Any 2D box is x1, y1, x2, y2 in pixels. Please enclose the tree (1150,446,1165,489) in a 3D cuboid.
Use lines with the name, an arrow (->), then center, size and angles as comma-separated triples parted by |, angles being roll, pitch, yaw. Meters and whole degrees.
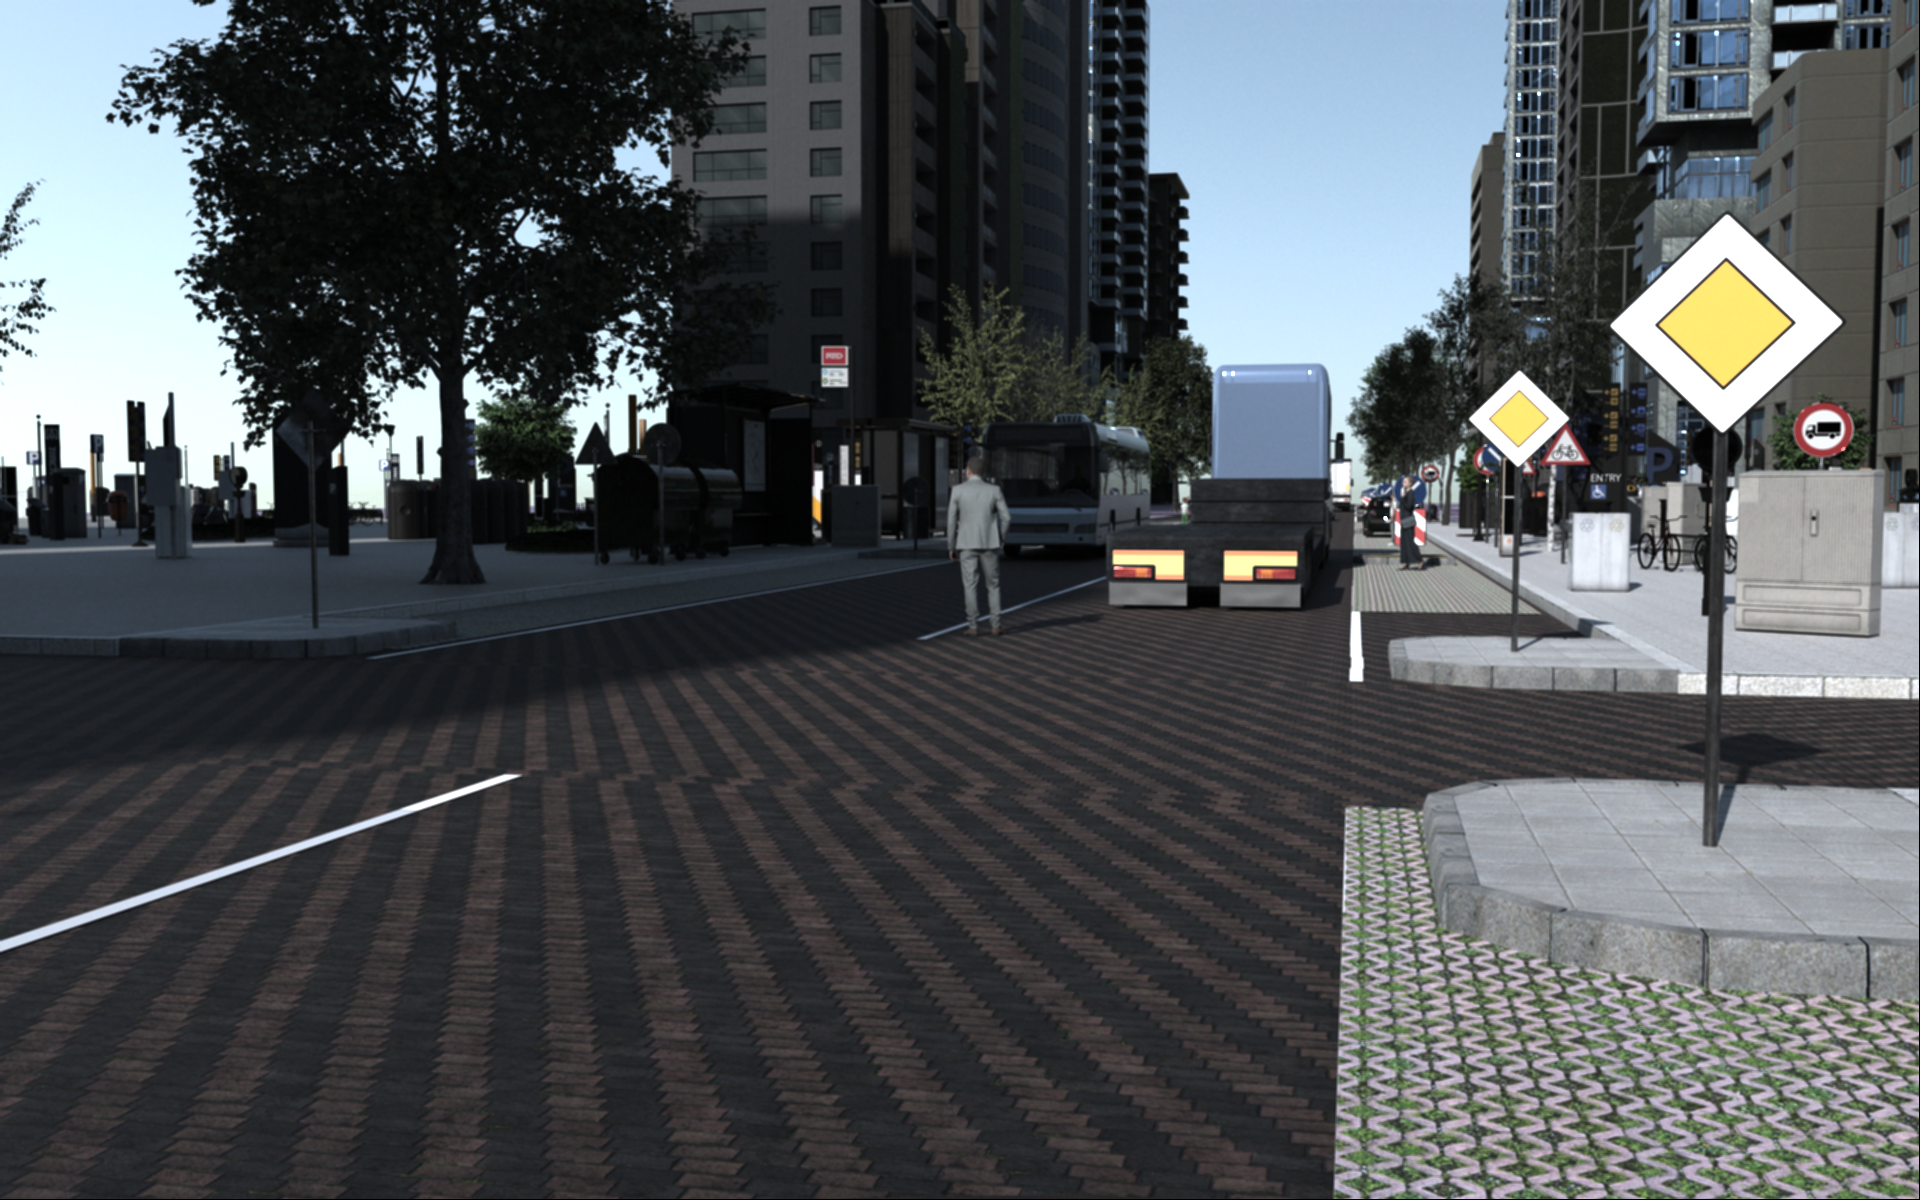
tree -> 11.028, -7.458, 105.658 | 4.285, 4.588, 4.351 | 0, 3, 0

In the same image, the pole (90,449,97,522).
pole -> -39.595, -5.215, 79.110 | 0.158, 3.312, 0.155 | 0, 3, 0

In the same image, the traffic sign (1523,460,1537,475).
traffic sign -> 15.293, -2.896, 47.358 | 0.884, 2.594, 0.081 | 1, 4, 13

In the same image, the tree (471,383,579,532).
tree -> -12.578, -4.051, 49.948 | 4.285, 4.588, 4.351 | 0, 3, 0

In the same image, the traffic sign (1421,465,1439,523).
traffic sign -> 20.661, -4.651, 76.148 | 0.768, 2.556, 0.104 | 1, 4, 15

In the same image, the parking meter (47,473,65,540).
parking meter -> -25.140, -2.597, 48.169 | 0.399, 1.863, 0.255 | 3, 4, 36

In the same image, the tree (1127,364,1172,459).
tree -> 9.739, -9.077, 98.766 | 4.737, 8.622, 4.395 | 0, 3, 0

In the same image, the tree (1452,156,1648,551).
tree -> 13.277, -5.406, 38.743 | 4.360, 8.622, 3.978 | 0, 3, 0

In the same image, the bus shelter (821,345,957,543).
bus shelter -> -2.109, -4.377, 49.200 | 2.179, 5.291, 8.768 | 1, 4, 13

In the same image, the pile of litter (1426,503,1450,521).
pile of litter -> 22.692, -4.176, 82.237 | 1.719, 0.858, 1.176 | -2, 4, -31

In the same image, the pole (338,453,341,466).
pole -> -30.921, -5.669, 86.524 | 0.158, 3.312, 0.155 | 0, 3, 0

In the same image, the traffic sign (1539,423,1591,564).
traffic sign -> 11.075, -1.941, 31.738 | 0.884, 2.594, 0.081 | 1, 4, 21

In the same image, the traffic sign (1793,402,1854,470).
traffic sign -> 11.935, -1.463, 24.019 | 0.768, 2.556, 0.104 | 1, 4, 13

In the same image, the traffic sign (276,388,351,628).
traffic sign -> -6.156, -0.786, 16.487 | 0.795, 2.450, 0.064 | 1, 4, 13

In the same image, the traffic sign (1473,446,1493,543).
traffic sign -> 13.800, -2.763, 45.280 | 0.768, 2.556, 0.104 | 1, 4, 19

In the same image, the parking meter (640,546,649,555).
parking meter -> -6.655, -1.897, 36.734 | 0.255, 1.863, 0.399 | -1, 4, -9

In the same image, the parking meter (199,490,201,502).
parking meter -> -38.347, -4.813, 87.101 | 0.372, 1.533, 0.369 | 0, 3, 0

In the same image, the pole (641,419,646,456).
pole -> -8.665, -3.276, 47.402 | 0.158, 3.312, 0.155 | 0, 3, 0

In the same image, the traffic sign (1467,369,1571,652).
traffic sign -> 4.510, -0.636, 14.039 | 0.795, 2.450, 0.064 | 1, 4, 13

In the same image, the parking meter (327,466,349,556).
parking meter -> -12.987, -1.863, 36.165 | 0.399, 1.863, 0.255 | 2, 4, 33

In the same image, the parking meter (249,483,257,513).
parking meter -> -36.522, -5.124, 89.480 | 0.255, 1.863, 0.399 | -3, 5, -42

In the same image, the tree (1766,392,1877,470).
tree -> 27.650, -4.398, 55.628 | 4.285, 4.588, 4.351 | 0, 3, 0

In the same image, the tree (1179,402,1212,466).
tree -> 24.064, -14.532, 163.361 | 9.928, 11.665, 9.643 | 0, 3, 0

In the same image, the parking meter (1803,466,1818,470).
parking meter -> 17.750, -1.853, 36.013 | 0.399, 1.863, 0.255 | 0, 4, 7

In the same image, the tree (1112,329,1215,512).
tree -> 15.029, -12.485, 121.137 | 9.611, 12.733, 9.660 | 0, 3, 0

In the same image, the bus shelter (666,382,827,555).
bus shelter -> -4.773, -2.958, 39.644 | 1.731, 3.624, 6.357 | 1, 4, 13

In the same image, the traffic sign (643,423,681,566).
traffic sign -> -5.348, -1.890, 31.001 | 0.768, 2.556, 0.104 | 1, 4, 21

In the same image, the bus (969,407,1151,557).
bus -> 2.794, -2.914, 42.503 | 2.948, 3.499, 13.247 | 1, 4, 11

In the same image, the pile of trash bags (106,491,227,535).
pile of trash bags -> -25.087, -2.756, 54.806 | 3.447, 1.369, 1.912 | -2, 4, -33

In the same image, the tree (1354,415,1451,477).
tree -> 44.357, -16.058, 172.925 | 12.009, 13.543, 11.850 | 0, 3, 0

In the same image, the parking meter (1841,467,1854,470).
parking meter -> 19.089, -1.944, 37.490 | 0.399, 1.863, 0.255 | 0, 4, 6

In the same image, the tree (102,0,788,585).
tree -> -7.309, -6.591, 24.772 | 9.611, 12.733, 9.660 | 0, 3, 0

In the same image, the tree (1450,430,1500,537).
tree -> 15.559, -3.534, 52.385 | 1.663, 3.219, 1.824 | 0, 3, 0

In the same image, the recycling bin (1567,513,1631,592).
recycling bin -> 8.500, -0.642, 23.055 | 0.722, 1.027, 0.722 | 1, 4, 15

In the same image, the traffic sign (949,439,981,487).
traffic sign -> 0.576, -4.292, 64.039 | 2.265, 3.308, 0.079 | 1, 4, 17

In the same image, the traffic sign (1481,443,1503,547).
traffic sign -> 12.902, -2.538, 41.600 | 0.768, 2.556, 0.104 | 1, 4, 20

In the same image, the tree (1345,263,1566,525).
tree -> 20.119, -8.322, 70.479 | 8.767, 10.594, 7.601 | -3, 4, -38

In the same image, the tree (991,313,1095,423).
tree -> 3.048, -7.329, 70.199 | 4.360, 8.622, 3.978 | 0, 3, 0

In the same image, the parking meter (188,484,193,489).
parking meter -> -44.998, -5.851, 101.370 | 0.255, 1.863, 0.399 | -2, 4, -25

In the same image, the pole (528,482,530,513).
pole -> -23.069, -6.029, 92.419 | 0.158, 3.312, 0.155 | 0, 3, 0

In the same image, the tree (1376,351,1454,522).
tree -> 22.088, -7.938, 80.156 | 4.360, 8.622, 3.978 | 0, 3, 0

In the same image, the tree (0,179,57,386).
tree -> -18.670, -4.922, 30.833 | 4.737, 8.622, 4.395 | 0, 3, 0

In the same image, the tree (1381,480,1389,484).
tree -> 52.629, -13.491, 215.171 | 1.663, 3.219, 1.824 | 0, 3, 0

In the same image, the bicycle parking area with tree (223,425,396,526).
bicycle parking area with tree -> -25.909, -5.267, 73.112 | 9.016, 4.147, 8.231 | -3, 5, -45

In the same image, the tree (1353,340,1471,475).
tree -> 30.310, -11.648, 116.203 | 9.928, 11.665, 9.643 | 0, 3, 0

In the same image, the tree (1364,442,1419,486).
tree -> 56.653, -18.843, 226.203 | 7.486, 12.596, 7.792 | 0, 3, 0

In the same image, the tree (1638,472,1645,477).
tree -> 32.637, -5.321, 81.594 | 1.663, 3.219, 1.824 | 0, 3, 0

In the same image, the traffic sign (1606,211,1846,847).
traffic sign -> 2.733, -0.160, 6.254 | 0.795, 2.450, 0.064 | 1, 4, 13

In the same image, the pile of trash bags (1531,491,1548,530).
pile of trash bags -> 21.111, -3.143, 61.143 | 1.912, 1.369, 3.447 | 3, 5, 44

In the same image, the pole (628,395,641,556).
pole -> -6.724, -2.558, 35.661 | 0.158, 3.312, 0.155 | 0, 3, 0

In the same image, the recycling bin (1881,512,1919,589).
recycling bin -> 12.751, -0.690, 23.830 | 0.722, 1.027, 0.722 | 0, 4, -6

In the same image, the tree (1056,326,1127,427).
tree -> 4.690, -7.733, 76.800 | 4.737, 8.622, 4.395 | 0, 3, 0

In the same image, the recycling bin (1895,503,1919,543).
recycling bin -> 26.532, -2.165, 47.954 | 0.722, 1.027, 0.722 | 0, 4, -6

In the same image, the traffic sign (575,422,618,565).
traffic sign -> -6.578, -1.914, 31.293 | 0.884, 2.594, 0.081 | 1, 4, 19

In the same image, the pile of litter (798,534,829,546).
pile of litter -> -3.912, -1.830, 43.889 | 1.176, 0.858, 1.719 | 0, 4, 5

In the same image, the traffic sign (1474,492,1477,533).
traffic sign -> 17.022, -3.494, 57.123 | 0.884, 2.594, 0.081 | 1, 4, 18

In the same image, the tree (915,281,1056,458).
tree -> 0.624, -6.660, 59.261 | 4.737, 8.622, 4.395 | 0, 3, 0

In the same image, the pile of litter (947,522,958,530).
pile of litter -> -0.748, -2.949, 62.184 | 1.719, 0.858, 1.176 | -1, 4, -9
